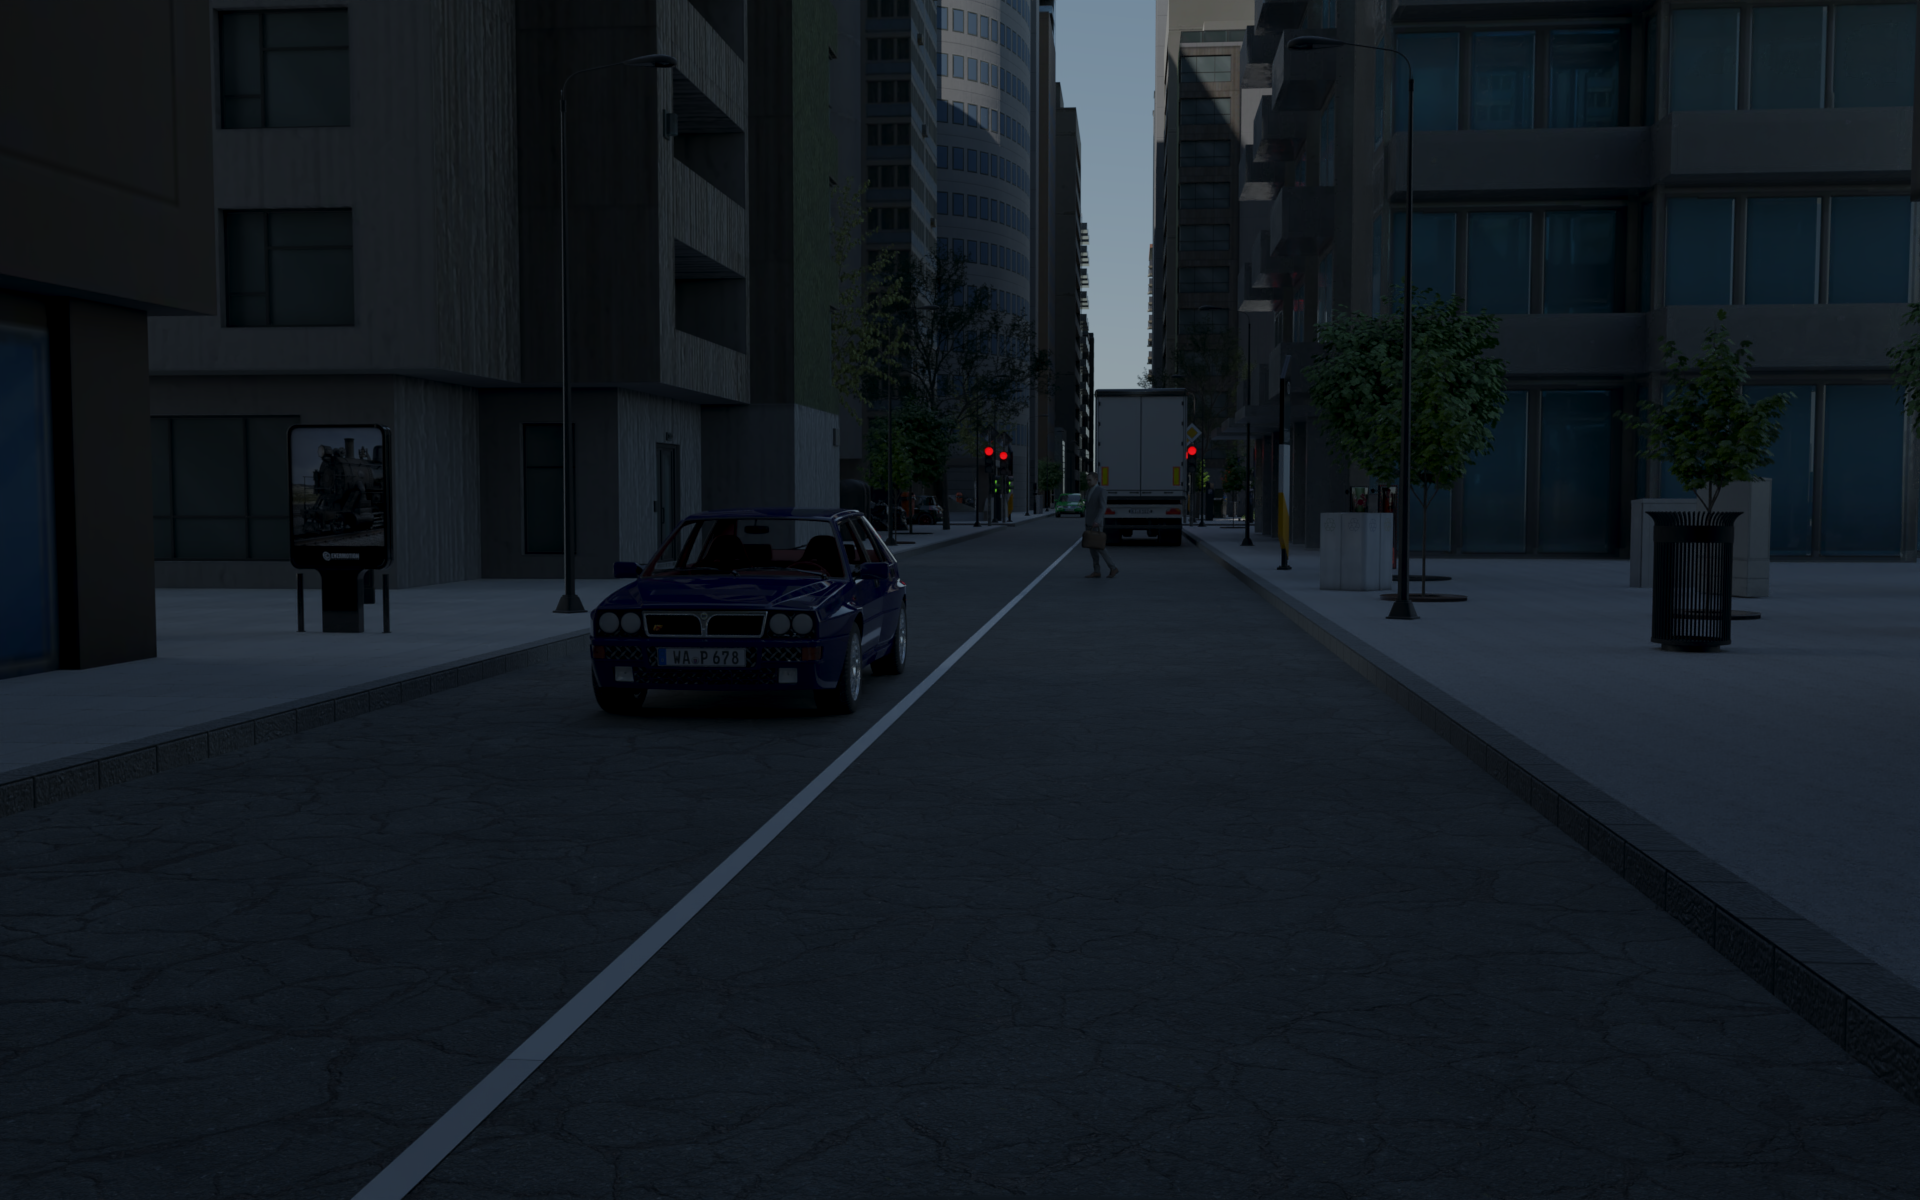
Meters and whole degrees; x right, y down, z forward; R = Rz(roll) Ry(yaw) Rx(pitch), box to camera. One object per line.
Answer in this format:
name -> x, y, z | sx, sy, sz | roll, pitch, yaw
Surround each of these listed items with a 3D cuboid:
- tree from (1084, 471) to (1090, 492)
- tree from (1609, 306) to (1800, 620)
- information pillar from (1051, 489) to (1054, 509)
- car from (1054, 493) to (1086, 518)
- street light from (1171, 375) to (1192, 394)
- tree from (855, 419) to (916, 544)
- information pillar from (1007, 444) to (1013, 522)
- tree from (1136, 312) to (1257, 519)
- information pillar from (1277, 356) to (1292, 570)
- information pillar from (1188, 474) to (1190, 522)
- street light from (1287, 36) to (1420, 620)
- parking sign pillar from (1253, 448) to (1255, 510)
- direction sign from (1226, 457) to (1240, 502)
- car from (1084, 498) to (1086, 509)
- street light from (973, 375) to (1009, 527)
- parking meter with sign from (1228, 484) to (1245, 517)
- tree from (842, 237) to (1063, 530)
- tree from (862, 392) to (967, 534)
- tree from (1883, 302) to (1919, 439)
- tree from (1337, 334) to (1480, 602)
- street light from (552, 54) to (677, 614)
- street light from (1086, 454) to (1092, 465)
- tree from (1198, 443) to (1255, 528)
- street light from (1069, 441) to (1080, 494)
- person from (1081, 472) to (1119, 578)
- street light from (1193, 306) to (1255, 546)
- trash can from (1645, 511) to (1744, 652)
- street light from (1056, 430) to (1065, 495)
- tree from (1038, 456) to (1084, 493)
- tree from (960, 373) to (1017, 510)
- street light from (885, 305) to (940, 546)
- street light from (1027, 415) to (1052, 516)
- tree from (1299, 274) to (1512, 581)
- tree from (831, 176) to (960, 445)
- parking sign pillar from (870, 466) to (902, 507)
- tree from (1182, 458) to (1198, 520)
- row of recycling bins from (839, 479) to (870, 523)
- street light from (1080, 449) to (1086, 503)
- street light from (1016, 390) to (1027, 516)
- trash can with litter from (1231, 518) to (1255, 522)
tree -> 15.487, -14.699, 224.040 | 4.285, 4.588, 4.351 | 0, 3, 0
tree -> 7.830, -1.423, 17.876 | 1.663, 3.219, 1.824 | 0, 3, 0
information pillar -> 8.132, -9.032, 152.170 | 0.304, 2.012, 0.304 | 0, 4, -5
car -> 6.802, -5.988, 106.706 | 1.959, 1.807, 4.718 | 0, 4, 5
street light -> 8.919, -5.811, 67.553 | 1.470, 5.913, 1.316 | 0, 4, 6
tree -> -1.617, -3.067, 44.749 | 1.663, 3.219, 1.824 | 0, 3, 0
information pillar -> 2.317, -5.409, 79.787 | 0.183, 3.616, 0.504 | -1, 4, -18
tree -> 12.322, -9.508, 89.867 | 8.767, 10.594, 7.601 | 0, 4, 6
information pillar -> 5.468, -2.313, 29.180 | 0.183, 3.616, 0.504 | 1, 4, 23
information pillar -> 10.772, -5.461, 80.640 | 0.183, 3.616, 0.504 | -1, 4, -16
street light -> 4.021, -2.762, 17.707 | 1.470, 5.913, 1.316 | 0, 4, 6
parking sign pillar -> 17.680, -6.861, 100.652 | 1.447, 3.967, 1.447 | 1, 4, 15
direction sign -> 16.527, -6.909, 104.958 | 0.876, 3.537, 0.379 | -1, 4, -13
car -> 13.018, -9.511, 167.510 | 2.014, 1.417, 4.499 | 0, 4, 8
street light -> 1.217, -5.800, 67.377 | 1.470, 5.913, 1.316 | 0, 4, 6
parking meter with sign -> 15.676, -6.078, 95.637 | 1.738, 3.016, 0.543 | 2, 4, 31
tree -> -0.407, -7.811, 62.129 | 8.767, 10.594, 7.601 | 1, 4, 9
tree -> -1.494, -4.396, 55.583 | 4.285, 4.588, 4.351 | 0, 3, 0
tree -> 13.692, -2.351, 22.159 | 4.285, 4.588, 4.351 | 0, 3, 0
tree -> 5.688, -1.617, 21.046 | 1.663, 3.219, 1.824 | 0, 3, 0
street light -> -3.684, -2.812, 18.517 | 1.470, 5.913, 1.316 | 0, 4, 6
street light -> 14.374, -14.059, 202.406 | 1.470, 5.913, 1.316 | 0, 4, 6
tree -> 10.207, -4.295, 64.828 | 1.663, 3.219, 1.824 | 0, 3, 0
street light -> 9.616, -11.044, 153.115 | 1.470, 5.913, 1.316 | 0, 4, 6
person -> 2.307, -1.284, 29.612 | 0.853, 1.813, 0.709 | -2, 4, -33
street light -> 6.578, -4.296, 42.788 | 1.470, 5.913, 1.316 | 0, 4, 6
trash can -> 6.010, -0.157, 14.215 | 0.748, 1.137, 0.748 | 0, 3, 0
street light -> 6.915, -9.417, 126.503 | 1.470, 5.913, 1.316 | 0, 4, 6
tree -> 7.336, -9.944, 146.295 | 4.285, 4.588, 4.351 | 0, 3, 0
tree -> 1.094, -9.383, 103.768 | 4.737, 8.622, 4.395 | 0, 3, 0
street light -> -1.188, -4.295, 42.758 | 1.470, 5.913, 1.316 | 0, 4, 6
street light -> 4.488, -7.885, 101.466 | 1.470, 5.913, 1.316 | 0, 4, 6
tree -> 6.739, -2.591, 26.070 | 4.285, 4.588, 4.351 | 0, 3, 0
tree -> -3.223, -5.413, 38.869 | 4.737, 8.622, 4.395 | 0, 3, 0
parking sign pillar -> -2.869, -4.880, 68.264 | 1.447, 3.967, 1.447 | 0, 4, 8
tree -> 11.704, -5.503, 84.575 | 1.663, 3.219, 1.824 | 0, 3, 0
row of recycling bins -> -3.066, -2.544, 48.706 | 1.069, 1.692, 3.534 | 0, 3, 0
street light -> 11.917, -12.543, 177.625 | 1.470, 5.913, 1.316 | 0, 4, 6
street light -> 2.091, -6.385, 76.928 | 1.470, 5.913, 1.316 | 0, 4, 6
trash can with litter -> 13.732, -4.279, 81.024 | 2.233, 1.210, 1.678 | 2, 4, 26
